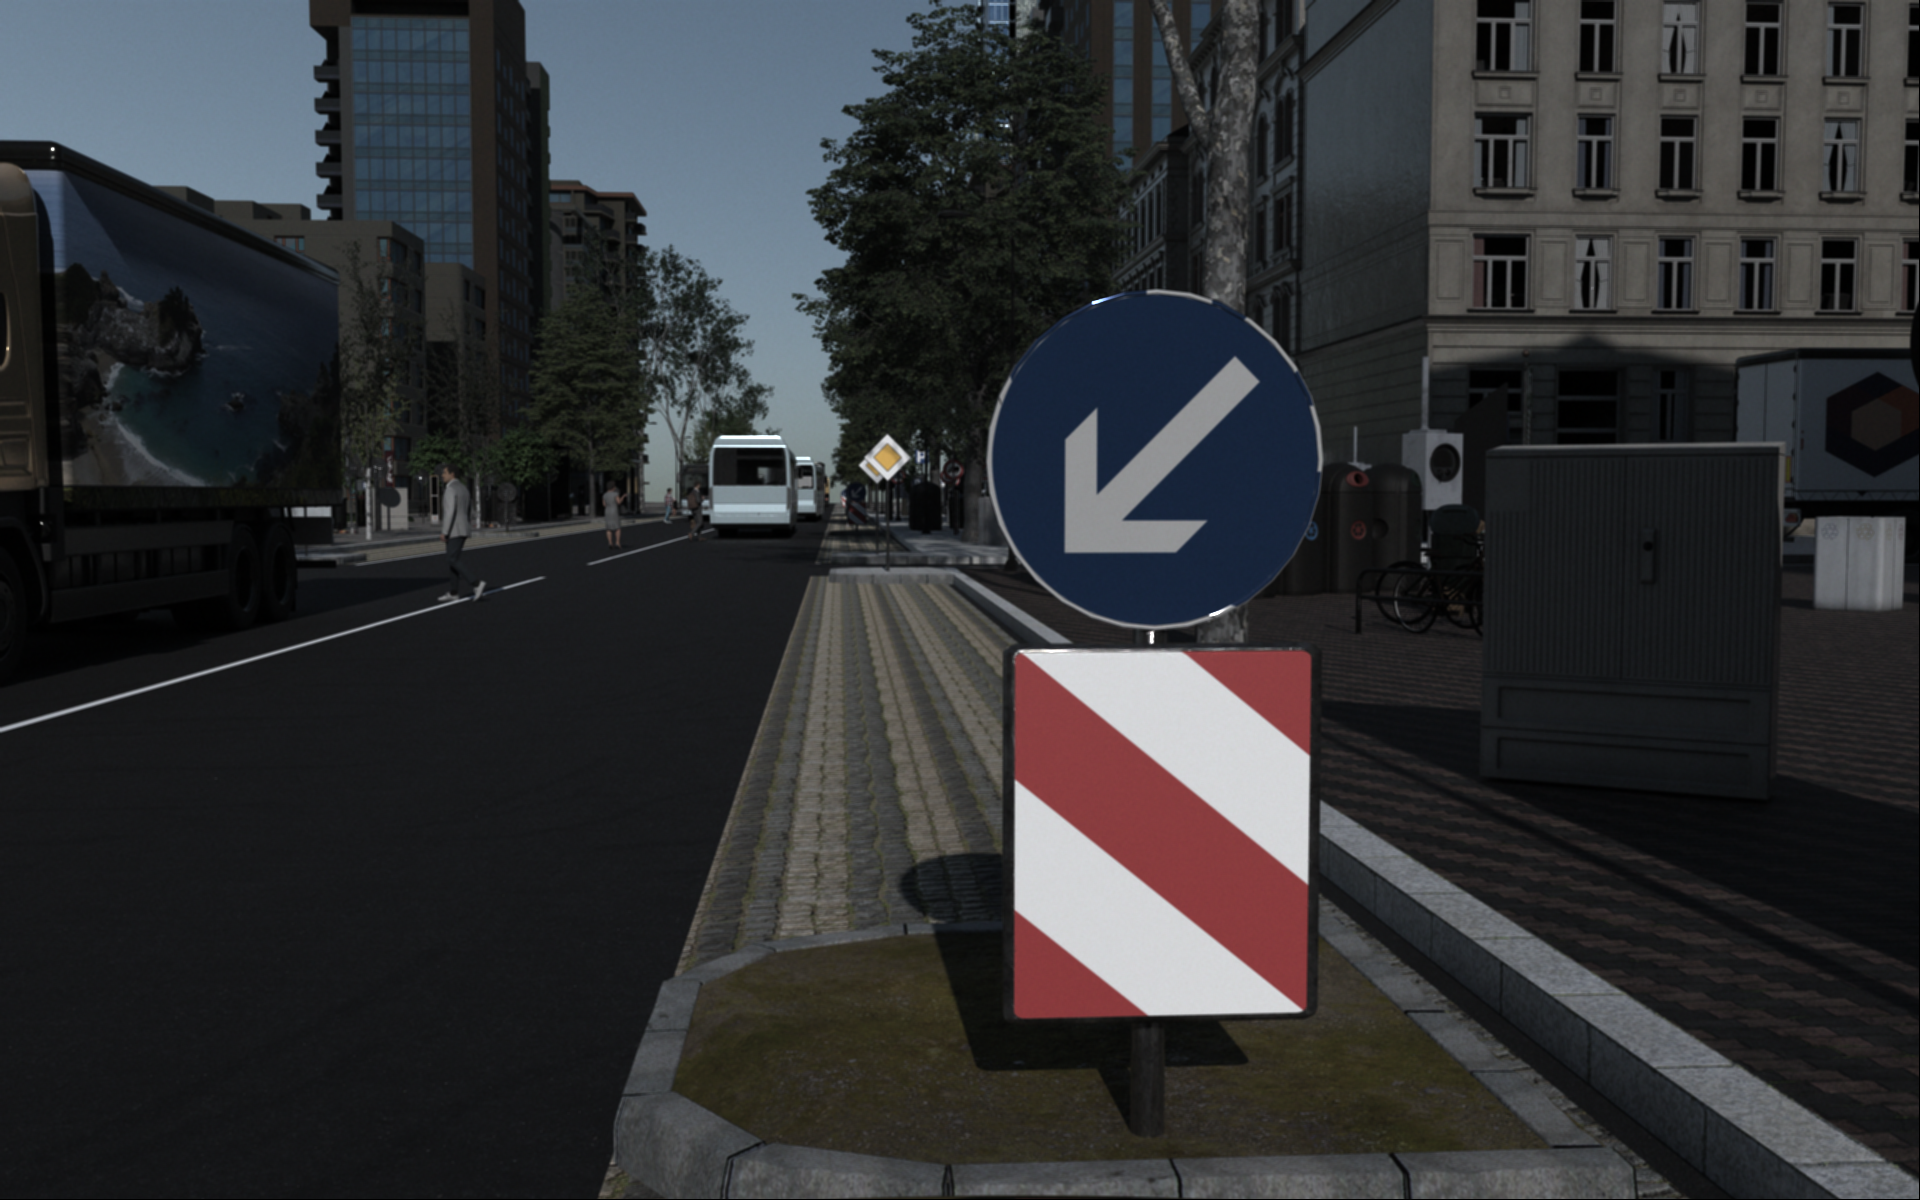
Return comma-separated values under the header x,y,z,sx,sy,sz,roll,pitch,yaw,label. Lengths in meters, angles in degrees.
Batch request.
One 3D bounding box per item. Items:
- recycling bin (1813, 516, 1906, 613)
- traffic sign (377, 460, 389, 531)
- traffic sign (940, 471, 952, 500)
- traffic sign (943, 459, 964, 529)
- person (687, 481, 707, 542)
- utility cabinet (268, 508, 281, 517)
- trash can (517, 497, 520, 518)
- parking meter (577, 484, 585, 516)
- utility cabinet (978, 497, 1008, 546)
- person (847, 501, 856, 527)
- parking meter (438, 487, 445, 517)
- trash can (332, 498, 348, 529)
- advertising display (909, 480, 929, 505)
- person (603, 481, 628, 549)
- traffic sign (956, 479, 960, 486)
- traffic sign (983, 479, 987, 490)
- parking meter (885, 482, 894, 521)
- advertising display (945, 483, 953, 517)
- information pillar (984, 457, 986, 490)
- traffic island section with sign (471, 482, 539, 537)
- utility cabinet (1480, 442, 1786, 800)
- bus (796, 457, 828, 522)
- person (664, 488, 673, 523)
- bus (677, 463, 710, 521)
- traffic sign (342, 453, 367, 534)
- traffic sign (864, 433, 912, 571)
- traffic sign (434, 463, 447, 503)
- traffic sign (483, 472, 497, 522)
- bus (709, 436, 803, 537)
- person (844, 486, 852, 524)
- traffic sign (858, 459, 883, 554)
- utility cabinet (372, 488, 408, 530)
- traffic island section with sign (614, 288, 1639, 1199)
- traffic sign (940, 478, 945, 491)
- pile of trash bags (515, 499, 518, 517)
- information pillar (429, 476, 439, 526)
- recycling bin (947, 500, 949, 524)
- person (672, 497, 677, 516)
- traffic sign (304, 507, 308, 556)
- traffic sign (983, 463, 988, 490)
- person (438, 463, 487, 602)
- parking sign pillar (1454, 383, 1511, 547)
x,y,z,sx,sy,sz,roll,pitch,yaw,label
9.956,-0.405,19.183,0.722,1.027,0.722,-3,5,-43,recycling bin
-20.452,-3.715,60.843,0.768,2.556,0.104,0,4,-1,traffic sign
-0.606,-5.308,86.896,0.768,2.556,0.104,0,4,-3,traffic sign
-0.233,-3.866,63.314,0.768,2.556,0.104,0,4,3,traffic sign
-7.982,-2.683,52.333,0.822,1.834,0.622,-3,5,-44,person
-17.616,-2.159,43.975,1.173,1.500,0.318,-2,4,-30,utility cabinet
-23.478,-4.984,93.138,0.748,1.137,0.748,0,3,0,trash can
-22.136,-5.841,101.214,0.399,1.863,0.255,-2,4,-34,parking meter
0.941,-1.972,43.397,1.020,1.237,0.306,-3,4,-36,utility cabinet
-4.608,-3.754,74.127,0.590,1.304,0.306,3,5,44,person
-28.320,-5.435,94.576,0.399,1.863,0.255,-3,4,-38,parking meter
-22.679,-3.149,63.143,0.748,1.137,0.748,0,3,0,trash can
-1.923,-4.652,81.274,0.974,1.923,0.123,-2,4,-28,advertising display
-8.906,-2.211,45.004,0.716,1.782,0.532,2,4,26,person
-0.399,-6.836,111.866,0.768,2.556,0.104,0,4,-3,traffic sign
1.259,-4.938,80.846,0.768,2.556,0.104,0,3,0,traffic sign
-3.420,-4.778,83.828,0.399,1.863,0.255,0,4,1,parking meter
-0.596,-5.546,95.889,0.123,1.923,0.974,1,4,23,advertising display
1.251,-5.576,82.522,0.183,3.616,0.504,-1,4,-14,information pillar
-15.149,-3.008,57.802,1.989,1.847,2.006,0,4,-4,traffic island section with sign
2.892,0.072,7.500,1.173,1.500,0.318,2,4,30,utility cabinet
-8.799,-6.031,93.467,2.948,3.499,13.247,0,4,-3,bus
-14.418,-4.659,85.514,0.643,1.720,0.563,-3,4,-36,person
-13.342,-6.127,95.043,2.948,3.499,13.247,0,4,-2,bus
-19.181,-3.364,55.010,0.884,2.594,0.081,0,4,-1,traffic sign
-1.202,-1.536,28.757,0.795,2.450,0.064,0,4,-4,traffic sign
-20.948,-4.289,70.223,0.768,2.556,0.104,0,4,-1,traffic sign
-21.566,-4.731,79.482,0.606,2.300,0.079,0,4,-1,traffic sign
-7.122,-4.057,61.188,2.948,3.499,13.247,0,4,-4,bus
-5.265,-4.526,82.603,0.391,1.810,0.635,-2,4,-24,person
-1.759,-2.023,36.723,0.795,2.450,0.064,0,4,-4,traffic sign
-20.234,-3.229,61.479,1.173,1.500,0.318,-2,4,-30,utility cabinet
0.225,0.274,4.145,1.989,1.847,2.006,0,4,-4,traffic island section with sign
-1.069,-5.862,97.967,0.606,2.300,0.079,0,4,-1,traffic sign
-24.217,-5.393,97.929,1.912,1.369,3.447,-1,4,-14,pile of trash bags
-20.881,-3.932,68.776,0.304,2.012,0.304,-2,4,-25,information pillar
-0.096,-3.733,73.595,0.722,1.027,0.722,-1,4,-23,recycling bin
-18.698,-6.157,112.348,0.628,1.438,0.799,1,4,8,person
-13.576,-1.974,35.919,0.795,2.450,0.064,0,4,-4,traffic sign
1.029,-3.869,63.268,0.884,2.594,0.081,0,4,-2,traffic sign
-6.659,-0.905,23.147,0.795,1.843,0.661,1,4,11,person
12.809,-3.304,42.490,1.447,3.967,1.447,3,5,40,parking sign pillar
